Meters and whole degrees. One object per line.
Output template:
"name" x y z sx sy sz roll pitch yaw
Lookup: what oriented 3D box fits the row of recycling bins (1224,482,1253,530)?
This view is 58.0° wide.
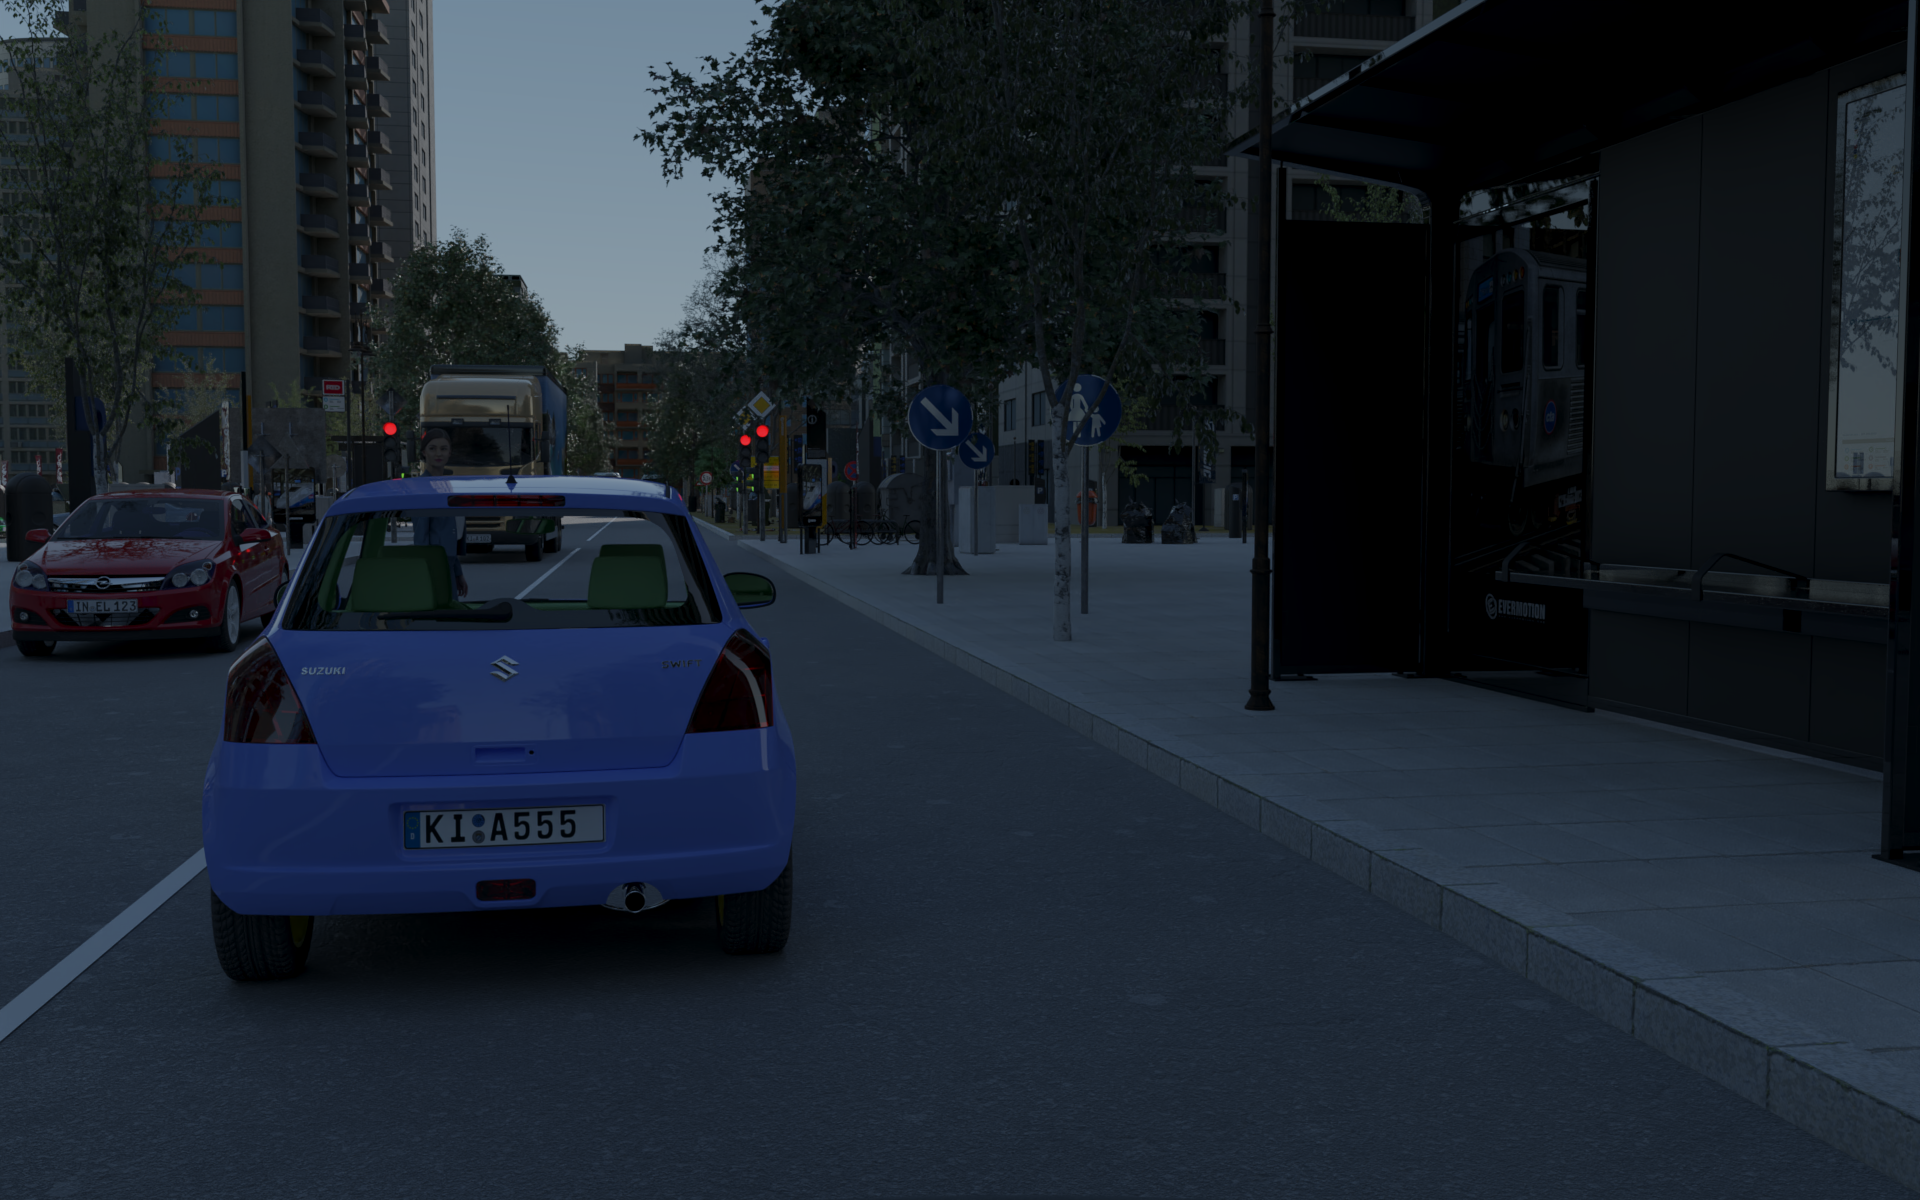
"row of recycling bins" 10.053 -3.395 62.622 1.069 1.692 3.534 1 4 8

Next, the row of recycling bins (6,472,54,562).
"row of recycling bins" -19.019 -1.558 32.578 3.534 1.692 1.069 -1 4 -20

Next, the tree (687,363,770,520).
"tree" -11.366 -8.366 87.150 4.360 8.622 3.978 0 3 0

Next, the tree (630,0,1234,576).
"tree" -0.311 -6.741 27.218 9.611 12.733 9.660 0 3 0

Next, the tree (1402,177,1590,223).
"tree" 10.098 -4.968 31.591 4.360 8.622 3.978 0 3 0

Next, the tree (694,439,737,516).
"tree" -14.368 -7.318 103.361 4.285 4.588 4.351 0 3 0

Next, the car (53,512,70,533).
"car" -22.981 -2.157 47.267 4.499 1.417 2.014 -1 4 -11

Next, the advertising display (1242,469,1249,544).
"advertising display" 7.449 -2.449 45.256 0.123 1.923 0.974 1 4 12

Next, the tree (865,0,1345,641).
"tree" 0.933 -3.934 14.681 4.360 8.622 3.978 0 3 0

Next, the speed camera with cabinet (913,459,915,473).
"speed camera with cabinet" -2.682 -6.277 96.957 0.660 3.252 2.038 1 4 23

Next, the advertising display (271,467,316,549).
"advertising display" -15.584 -2.159 40.519 0.974 1.923 0.123 -2 4 -34

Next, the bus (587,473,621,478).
"bus" -29.958 -9.242 145.959 2.948 3.499 13.247 -1 4 -9

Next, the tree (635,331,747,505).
"tree" -30.925 -20.987 199.032 12.611 20.169 13.585 0 3 0

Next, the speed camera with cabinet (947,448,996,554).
"speed camera with cabinet" 0.228 -2.658 37.798 0.660 3.252 2.038 -1 4 -16

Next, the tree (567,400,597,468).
"tree" -30.868 -11.970 130.114 7.601 10.594 8.767 -2 4 -27

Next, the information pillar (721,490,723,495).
"information pillar" -17.662 -8.365 128.123 0.183 3.616 0.504 1 4 20

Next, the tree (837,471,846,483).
"tree" -9.130 -8.066 126.477 1.663 3.219 1.824 0 3 0

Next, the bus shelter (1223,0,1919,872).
"bus shelter" 3.175 -1.081 8.955 1.731 3.624 6.357 -1 4 -10

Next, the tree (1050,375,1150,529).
"tree" 5.306 -6.903 63.224 4.737 8.622 4.395 0 3 0

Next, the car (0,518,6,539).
"car" -28.509 -2.342 47.094 4.718 1.807 1.959 -1 4 -12

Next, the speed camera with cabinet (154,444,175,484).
"speed camera with cabinet" -31.639 -4.596 69.475 0.660 3.252 2.038 0 4 -4

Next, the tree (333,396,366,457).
"tree" -43.623 -10.529 122.508 4.737 8.622 4.395 0 3 0

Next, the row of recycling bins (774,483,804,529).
"row of recycling bins" -4.959 -3.494 64.235 3.534 1.692 1.069 1 4 20

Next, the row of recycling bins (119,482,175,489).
"row of recycling bins" -28.929 -3.278 60.712 3.534 1.692 1.069 1 4 14

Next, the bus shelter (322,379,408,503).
"bus shelter" -21.660 -5.242 63.345 2.179 5.291 8.768 -1 4 -10

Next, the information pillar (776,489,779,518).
"information pillar" -9.683 -5.418 93.069 0.304 2.012 0.304 3 5 41

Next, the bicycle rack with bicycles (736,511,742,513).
"bicycle rack with bicycles" -13.654 -6.278 116.029 2.852 0.926 2.925 1 4 13

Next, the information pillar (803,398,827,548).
"information pillar" -3.443 -3.062 41.421 0.504 3.616 0.183 0 4 -2

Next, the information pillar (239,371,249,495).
"information pillar" -13.736 -2.563 33.257 0.183 3.616 0.504 -2 4 -28

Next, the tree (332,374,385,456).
"tree" -35.512 -9.358 103.370 4.360 8.622 3.978 0 3 0

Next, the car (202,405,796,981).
"car" -1.624 0.188 6.522 1.945 1.707 3.694 -1 4 -12

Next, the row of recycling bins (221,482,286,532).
"row of recycling bins" -24.313 -3.167 58.890 3.534 1.692 1.069 0 4 5

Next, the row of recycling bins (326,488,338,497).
"row of recycling bins" -41.304 -6.729 117.132 1.069 1.692 3.534 2 4 31

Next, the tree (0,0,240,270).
"tree" -11.140 -4.390 22.137 4.360 8.622 3.978 0 3 0

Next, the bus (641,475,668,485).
"bus" -30.204 -10.751 170.633 2.948 3.499 13.247 -1 4 -11

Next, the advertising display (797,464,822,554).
"advertising display" -3.219 -1.955 37.179 0.123 1.923 0.974 1 4 21

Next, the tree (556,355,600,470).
"tree" -29.339 -11.821 119.030 9.928 11.665 9.643 0 3 0

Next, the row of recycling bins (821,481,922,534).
"row of recycling bins" -2.720 -3.019 56.476 3.534 1.692 1.069 -2 4 -28

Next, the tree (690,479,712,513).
"tree" -17.611 -7.663 119.886 1.663 3.219 1.824 0 3 0

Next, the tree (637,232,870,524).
"tree" -8.391 -9.986 73.636 12.009 13.543 11.850 0 3 0

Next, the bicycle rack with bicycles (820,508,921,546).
"bicycle rack with bicycles" -2.317 -1.878 44.084 2.925 0.926 2.852 0 4 -2

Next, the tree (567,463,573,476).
"tree" -32.604 -9.454 138.283 4.285 4.588 4.351 0 3 0

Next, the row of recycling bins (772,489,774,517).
"row of recycling bins" -9.797 -5.503 97.083 1.069 1.692 3.534 -2 4 -30

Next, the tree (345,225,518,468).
"tree" -21.538 -9.619 74.284 9.611 12.733 9.660 0 3 0

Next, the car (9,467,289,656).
"car" -7.731 -0.474 16.794 2.155 1.783 4.494 -1 4 -12

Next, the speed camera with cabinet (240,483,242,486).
"speed camera with cabinet" -47.784 -7.338 114.315 2.038 3.252 0.660 0 4 -5

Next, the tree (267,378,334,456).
"tree" -42.337 -9.704 109.031 4.737 8.622 4.395 0 3 0

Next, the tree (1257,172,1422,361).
"tree" 8.462 -5.324 37.407 4.737 8.622 4.395 0 3 0

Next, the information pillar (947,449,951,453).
"information pillar" -0.469 -4.829 70.305 0.183 3.616 0.504 -3 4 -38
